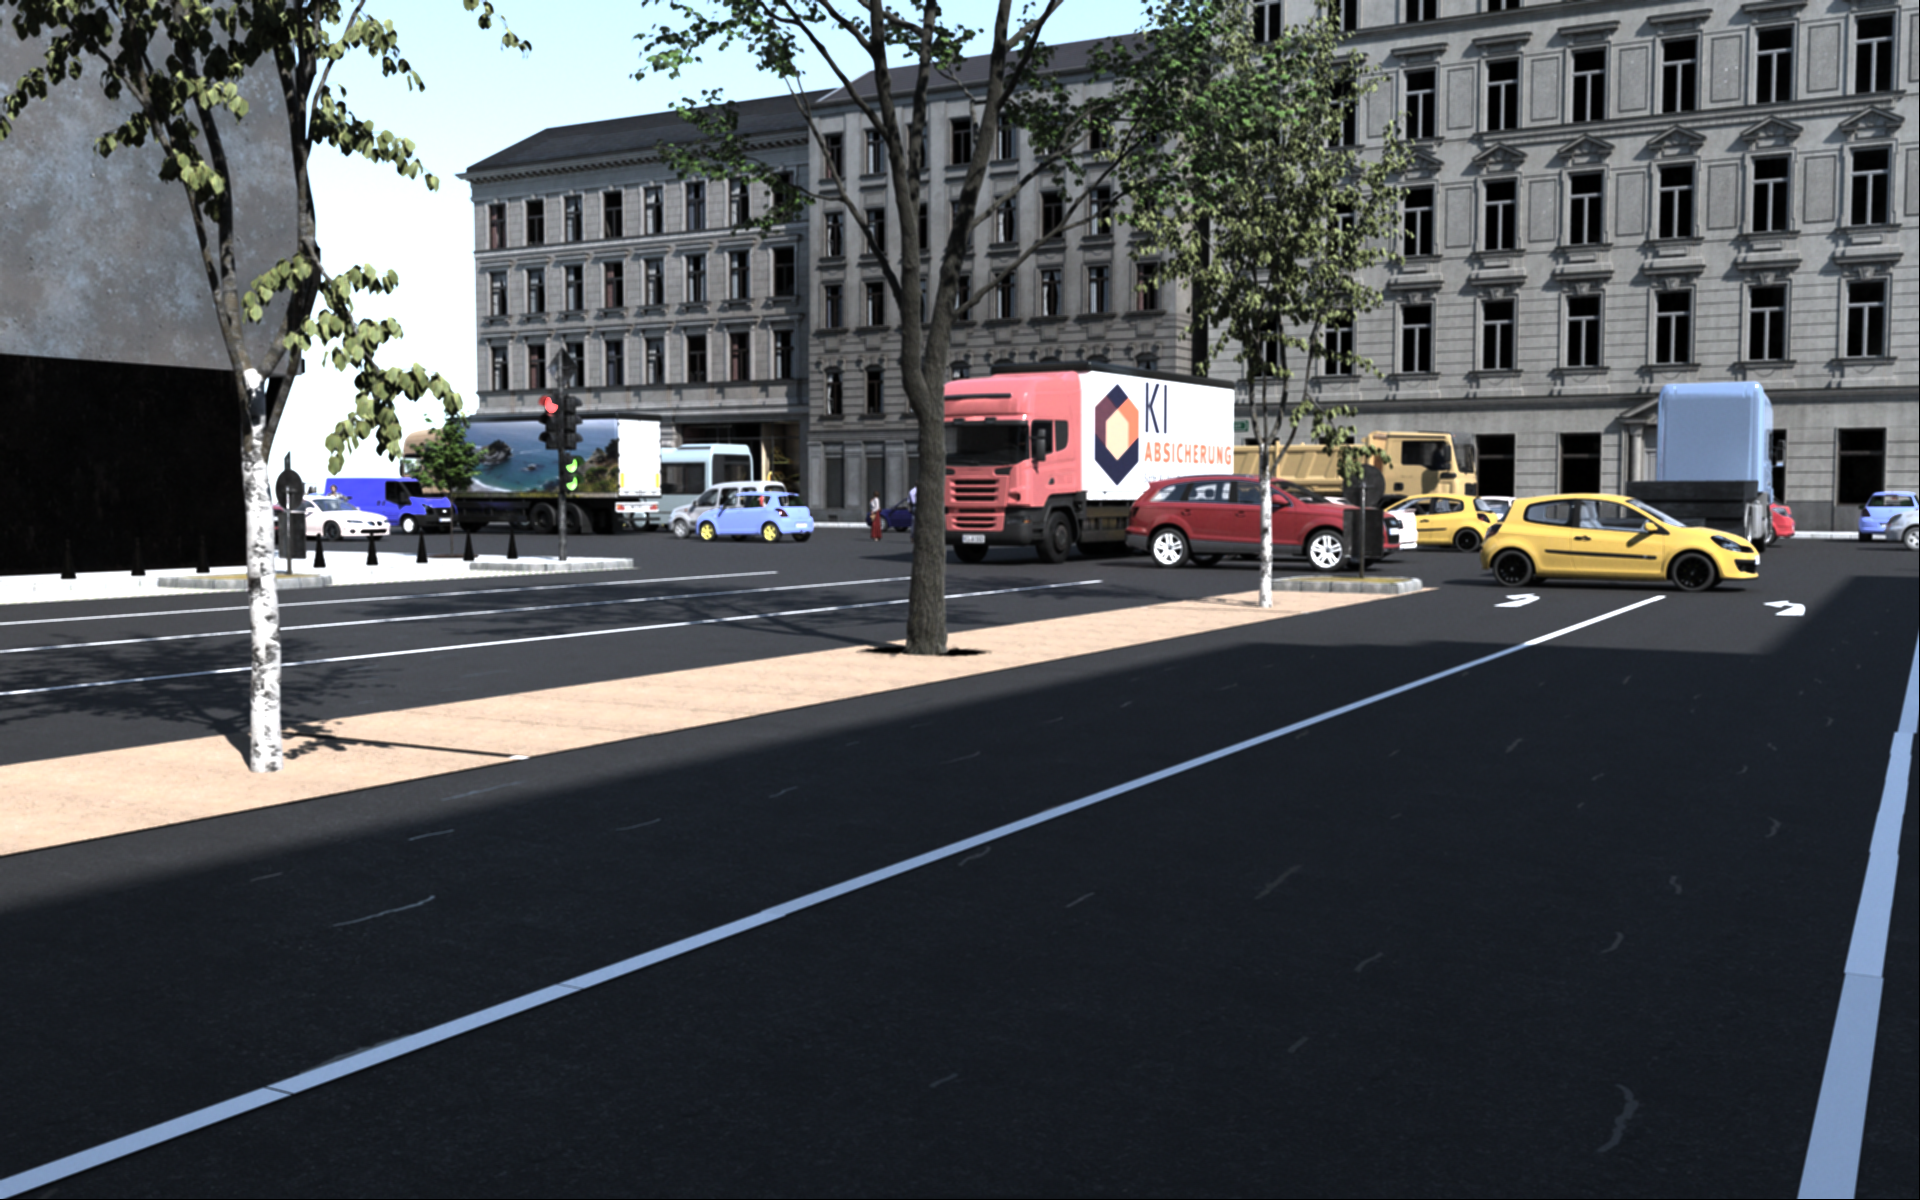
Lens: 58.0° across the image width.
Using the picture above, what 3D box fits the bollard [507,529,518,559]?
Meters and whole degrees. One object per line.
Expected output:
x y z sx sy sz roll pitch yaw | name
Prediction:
-8.852 -1.113 34.233 0.229 0.601 0.229 0 3 0 | bollard

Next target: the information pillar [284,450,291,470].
-36.006 -6.205 92.807 0.504 3.616 0.183 2 4 31 | information pillar

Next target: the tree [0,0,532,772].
-3.655 -3.402 8.446 4.737 8.622 4.395 0 3 0 | tree

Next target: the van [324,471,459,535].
-20.486 -3.550 62.434 5.245 2.365 2.240 2 4 28 | van

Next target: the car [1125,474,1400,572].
5.793 -1.509 33.339 5.304 1.827 2.281 2 4 31 | car

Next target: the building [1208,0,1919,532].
32.461 -17.663 65.206 44.131 29.872 17.030 2 4 30 | building

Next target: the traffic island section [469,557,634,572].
-7.634 -0.671 33.248 2.009 0.180 2.903 2 4 30 | traffic island section

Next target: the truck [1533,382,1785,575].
15.228 -2.880 36.840 2.967 4.110 18.799 2 4 30 | truck

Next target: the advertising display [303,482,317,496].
-34.962 -5.380 93.174 0.123 1.923 0.974 1 4 19 | advertising display

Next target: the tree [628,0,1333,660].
-0.271 -5.306 14.968 9.928 11.665 9.643 0 3 0 | tree

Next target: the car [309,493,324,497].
-29.291 -4.402 81.556 3.694 1.707 1.945 2 4 28 | car

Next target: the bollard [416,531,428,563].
-10.009 -0.989 32.209 0.229 0.601 0.229 0 3 0 | bollard

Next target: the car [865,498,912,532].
-1.586 -3.217 65.176 3.894 1.354 1.945 2 4 30 | car

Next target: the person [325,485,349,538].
-20.444 -2.899 56.624 0.841 1.734 0.376 1 4 12 | person

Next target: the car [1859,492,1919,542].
28.160 -2.609 52.242 1.945 1.707 3.694 2 4 31 | car

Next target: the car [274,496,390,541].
-19.909 -2.543 53.937 4.827 1.381 2.083 2 4 28 | car

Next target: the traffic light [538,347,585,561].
-7.604 -2.702 33.095 0.839 4.253 0.868 2 4 30 | traffic light

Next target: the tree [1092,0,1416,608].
3.760 -4.189 21.305 4.737 8.622 4.395 0 3 0 | tree

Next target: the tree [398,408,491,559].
-10.299 -2.471 35.010 1.663 3.219 1.824 0 3 0 | tree

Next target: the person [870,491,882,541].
-2.596 -2.589 53.296 0.387 1.526 0.523 0 4 -4 | person

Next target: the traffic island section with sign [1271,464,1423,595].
5.836 -1.084 25.867 2.006 1.907 1.989 2 4 30 | traffic island section with sign

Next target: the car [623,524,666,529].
-12.817 -3.864 72.772 3.694 1.707 1.945 2 4 31 | car

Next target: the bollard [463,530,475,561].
-9.427 -1.051 33.225 0.229 0.601 0.229 0 3 0 | bollard

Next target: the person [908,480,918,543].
-1.156 -2.573 50.436 0.709 1.838 0.599 3 5 42 | person

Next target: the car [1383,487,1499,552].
11.641 -2.060 43.904 3.980 1.641 2.015 2 4 29 | car

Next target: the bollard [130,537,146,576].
-12.892 -0.680 27.155 0.229 0.601 0.229 0 3 0 | bollard

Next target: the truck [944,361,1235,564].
2.863 -3.060 38.953 2.839 4.237 11.283 2 4 31 | truck

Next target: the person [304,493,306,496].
-22.827 -3.097 59.501 0.716 1.782 0.532 1 4 18 | person

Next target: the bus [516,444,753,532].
-14.078 -4.439 67.441 13.247 3.499 2.948 2 4 31 | bus

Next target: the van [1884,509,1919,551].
25.556 -2.232 43.506 4.112 2.044 2.013 2 4 30 | van

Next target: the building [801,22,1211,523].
3.187 -13.942 77.097 18.267 20.994 9.793 2 4 30 | building

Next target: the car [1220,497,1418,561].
7.373 -1.523 37.260 4.827 1.381 2.083 2 4 28 | car

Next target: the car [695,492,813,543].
-6.246 -2.603 52.158 3.694 1.707 1.945 2 4 31 | car

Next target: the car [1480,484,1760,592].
10.080 -0.999 26.554 3.980 1.641 2.015 2 4 30 | car

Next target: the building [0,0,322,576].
-22.318 -9.960 30.303 16.811 18.784 16.820 2 4 30 | building

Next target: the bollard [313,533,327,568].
-11.166 -0.865 30.182 0.229 0.601 0.229 0 3 0 | bollard

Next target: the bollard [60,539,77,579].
-13.468 -0.618 26.147 0.229 0.601 0.229 0 3 0 | bollard

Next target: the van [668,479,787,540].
-7.454 -2.967 55.515 4.112 2.044 2.013 2 4 31 | van

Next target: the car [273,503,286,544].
-21.590 -2.516 49.809 5.304 1.827 2.281 2 4 28 | car

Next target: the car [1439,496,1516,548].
14.344 -2.124 47.085 2.083 1.381 4.827 2 4 29 | car

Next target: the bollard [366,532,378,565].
-10.590 -0.927 31.190 0.229 0.601 0.229 0 3 0 | bollard

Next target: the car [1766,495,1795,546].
20.679 -2.385 48.031 4.494 1.783 2.155 2 4 28 | car

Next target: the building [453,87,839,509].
-21.799 -14.796 92.831 40.483 20.767 10.553 2 4 30 | building

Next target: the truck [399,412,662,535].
-16.017 -4.529 62.969 11.283 4.237 2.839 2 4 29 | truck

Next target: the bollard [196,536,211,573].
-12.317 -0.742 28.166 0.229 0.601 0.229 0 3 0 | bollard

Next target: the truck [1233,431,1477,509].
12.184 -3.615 55.027 9.791 3.379 3.469 2 4 30 | truck

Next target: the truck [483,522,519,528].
-20.134 -4.853 75.263 9.791 3.379 3.469 2 4 31 | truck

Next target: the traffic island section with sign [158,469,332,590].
-10.910 -1.111 26.786 1.989 1.847 2.006 2 4 30 | traffic island section with sign
